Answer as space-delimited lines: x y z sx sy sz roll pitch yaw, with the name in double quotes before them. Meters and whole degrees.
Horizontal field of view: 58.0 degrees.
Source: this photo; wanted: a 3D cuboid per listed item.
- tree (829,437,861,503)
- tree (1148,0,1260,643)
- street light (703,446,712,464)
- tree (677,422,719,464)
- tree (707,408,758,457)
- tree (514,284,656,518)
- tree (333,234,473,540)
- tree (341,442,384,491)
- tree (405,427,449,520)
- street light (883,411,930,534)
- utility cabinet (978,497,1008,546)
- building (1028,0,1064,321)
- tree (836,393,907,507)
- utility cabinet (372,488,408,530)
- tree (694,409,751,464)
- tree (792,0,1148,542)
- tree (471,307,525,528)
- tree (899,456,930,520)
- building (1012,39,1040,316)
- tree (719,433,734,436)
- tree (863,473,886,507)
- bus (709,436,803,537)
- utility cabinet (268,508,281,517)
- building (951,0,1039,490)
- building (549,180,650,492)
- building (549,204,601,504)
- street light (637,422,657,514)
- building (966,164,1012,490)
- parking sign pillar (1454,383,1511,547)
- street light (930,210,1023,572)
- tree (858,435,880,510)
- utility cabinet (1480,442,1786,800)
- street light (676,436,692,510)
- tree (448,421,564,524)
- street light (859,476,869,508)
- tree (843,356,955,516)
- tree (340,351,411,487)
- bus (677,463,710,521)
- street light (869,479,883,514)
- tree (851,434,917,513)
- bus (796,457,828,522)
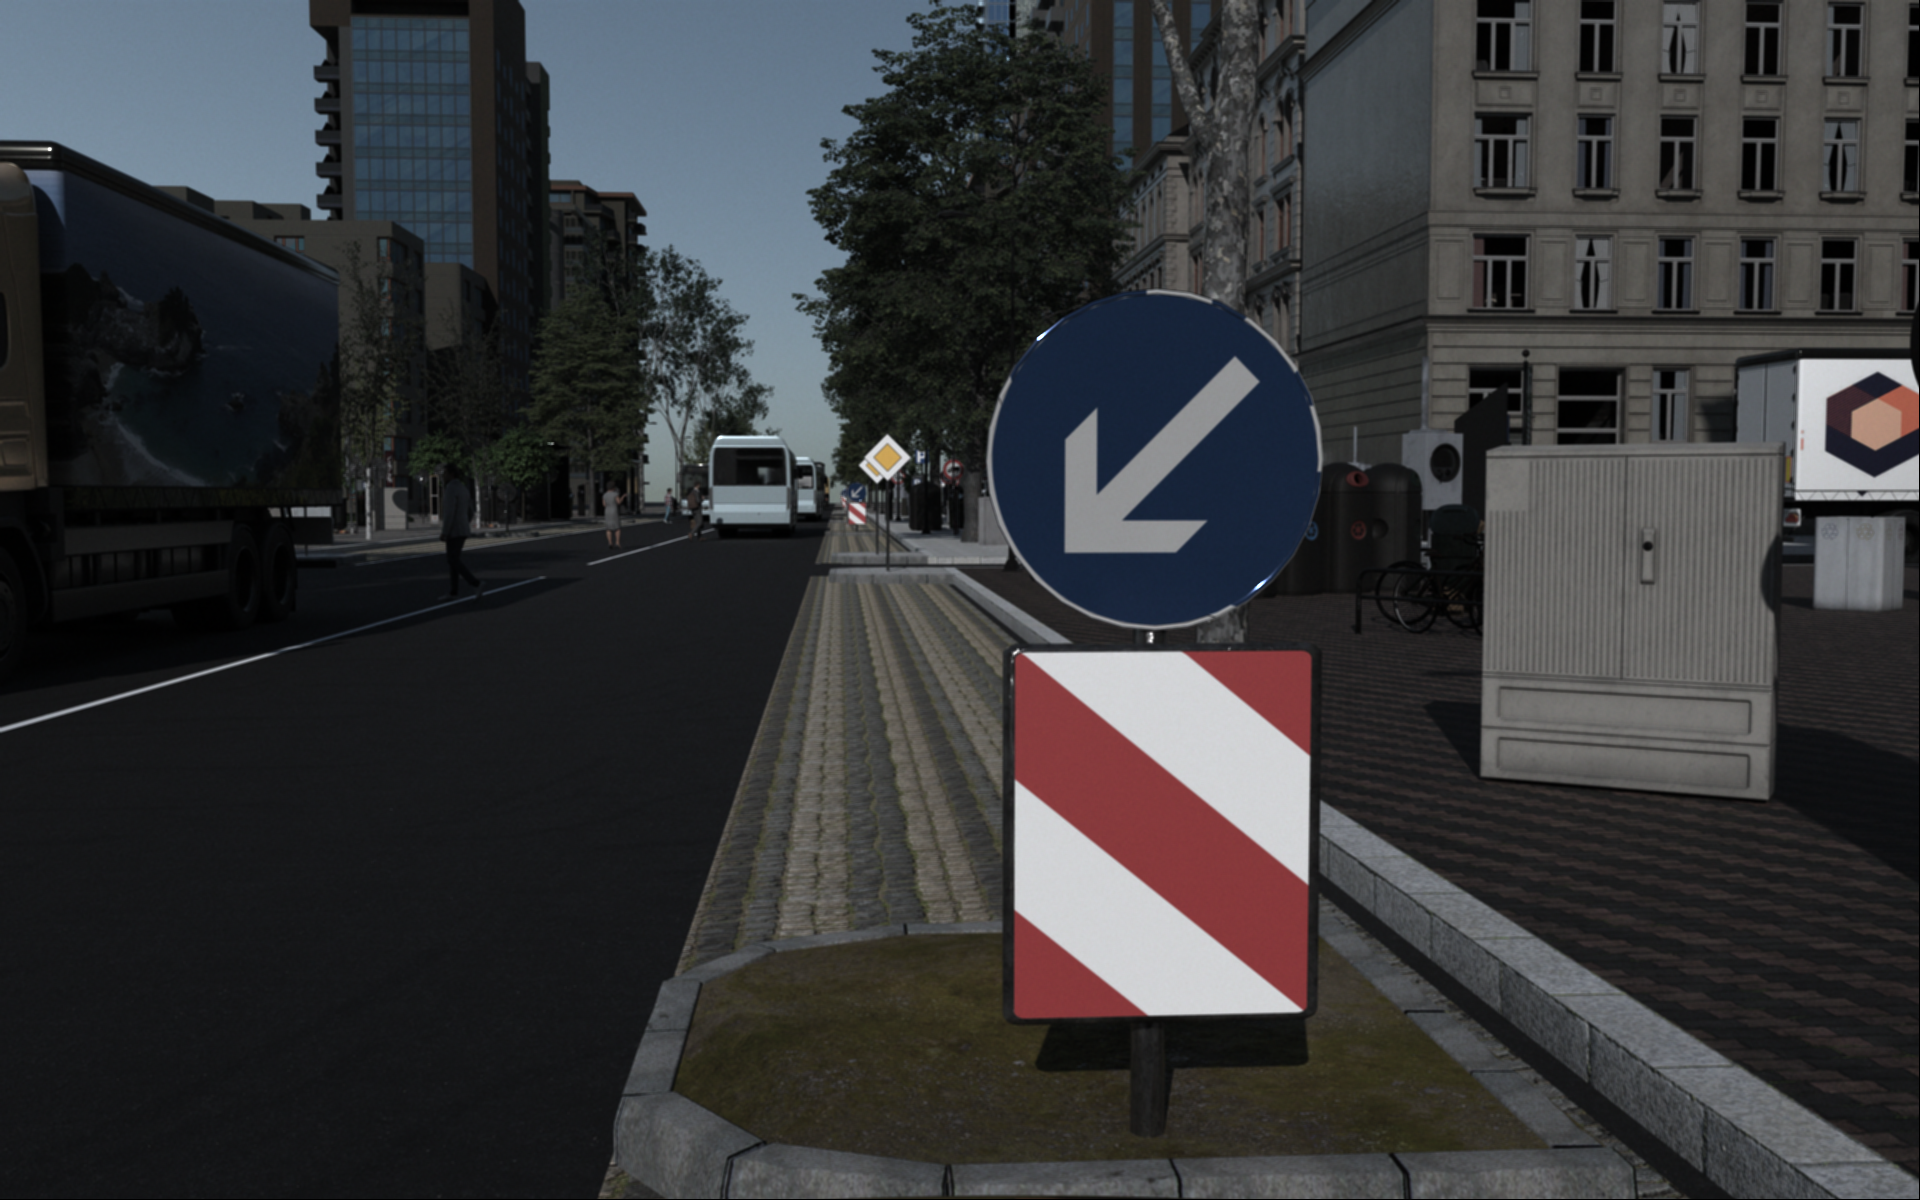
"tree" -14.782 -20.597 253.769 9.611 12.733 9.660 0 3 0
"tree" 3.289 -9.675 14.082 12.611 20.169 13.585 0 3 0
"street light" -24.182 -11.887 166.889 1.470 5.913 1.316 0 4 -4
"tree" -25.677 -13.530 171.575 4.737 8.622 4.395 0 3 0
"tree" -29.585 -18.988 228.574 7.486 12.596 7.792 0 3 0
"tree" -20.363 -10.772 94.256 7.486 12.596 7.792 0 3 0
"tree" -16.883 -6.011 48.644 4.360 8.622 3.978 0 3 0
"tree" -35.612 -7.258 102.375 4.285 4.588 4.351 0 3 0
"tree" -25.428 -6.187 84.875 4.285 4.588 4.351 0 3 0
"street light" -1.626 -5.076 55.532 1.470 5.913 1.316 0 4 -4
"utility cabinet" 0.941 -1.972 43.397 1.020 1.237 0.306 -3 4 -36
"building" 17.611 -32.168 145.550 23.786 49.044 30.456 0 4 -4
"tree" -8.529 -15.446 170.664 7.486 12.596 7.792 0 3 0
"utility cabinet" -20.234 -3.229 61.479 1.173 1.500 0.318 -2 4 -30
"tree" -29.044 -17.472 211.428 9.928 11.665 9.643 0 3 0
"tree" 0.461 -8.513 45.837 9.857 13.997 8.962 0 3 0
"tree" -18.078 -6.973 64.365 4.360 8.622 3.978 0 3 0
"tree" -2.360 -5.667 87.255 1.663 3.219 1.824 0 3 0
"building" 12.625 -31.656 167.694 14.600 45.320 14.200 0 4 -4
"tree" -27.767 -15.593 205.302 4.360 8.622 3.978 0 3 0
"tree" -8.310 -11.852 177.486 4.285 4.588 4.351 0 3 0
"bus" -7.122 -4.057 61.188 2.948 3.499 13.247 0 4 -4
"utility cabinet" -17.616 -2.159 43.975 1.173 1.500 0.318 -2 4 -30
"building" 10.290 -57.631 254.939 22.319 86.520 31.000 0 4 -4
"building" -55.922 -36.047 243.986 22.147 44.769 28.867 0 4 -4
"building" -58.842 -32.141 217.391 32.217 40.220 23.993 0 4 -4
"street light" -20.300 -8.537 112.122 1.470 5.913 1.316 0 4 -4
"building" 12.196 -34.971 226.395 22.147 44.769 28.867 0 4 -4
"parking sign pillar" 12.809 -3.304 42.490 1.447 3.967 1.447 3 5 40
"street light" 0.325 -3.427 28.576 1.470 5.913 1.316 0 4 -4
"tree" -6.544 -11.696 141.592 4.737 8.622 4.395 0 3 0
"utility cabinet" 2.892 0.072 7.500 1.173 1.500 0.318 2 4 30
"street light" -22.328 -10.224 139.711 1.470 5.913 1.316 0 4 -4
"tree" -19.026 -5.624 75.662 4.285 4.588 4.351 0 3 0
"street light" -5.517 -8.457 110.808 1.470 5.913 1.316 0 4 -4
"tree" -3.432 -10.765 101.756 9.928 11.665 9.643 0 3 0
"tree" -30.031 -8.423 88.080 4.737 8.622 4.395 0 3 0
"bus" -13.342 -6.127 95.043 2.948 3.499 13.247 0 4 -2
"street light" -3.489 -6.738 82.709 1.470 5.913 1.316 0 4 -4
"tree" -4.491 -10.040 114.517 4.360 8.622 3.978 0 3 0
"bus" -8.799 -6.031 93.467 2.948 3.499 13.247 0 4 -3
